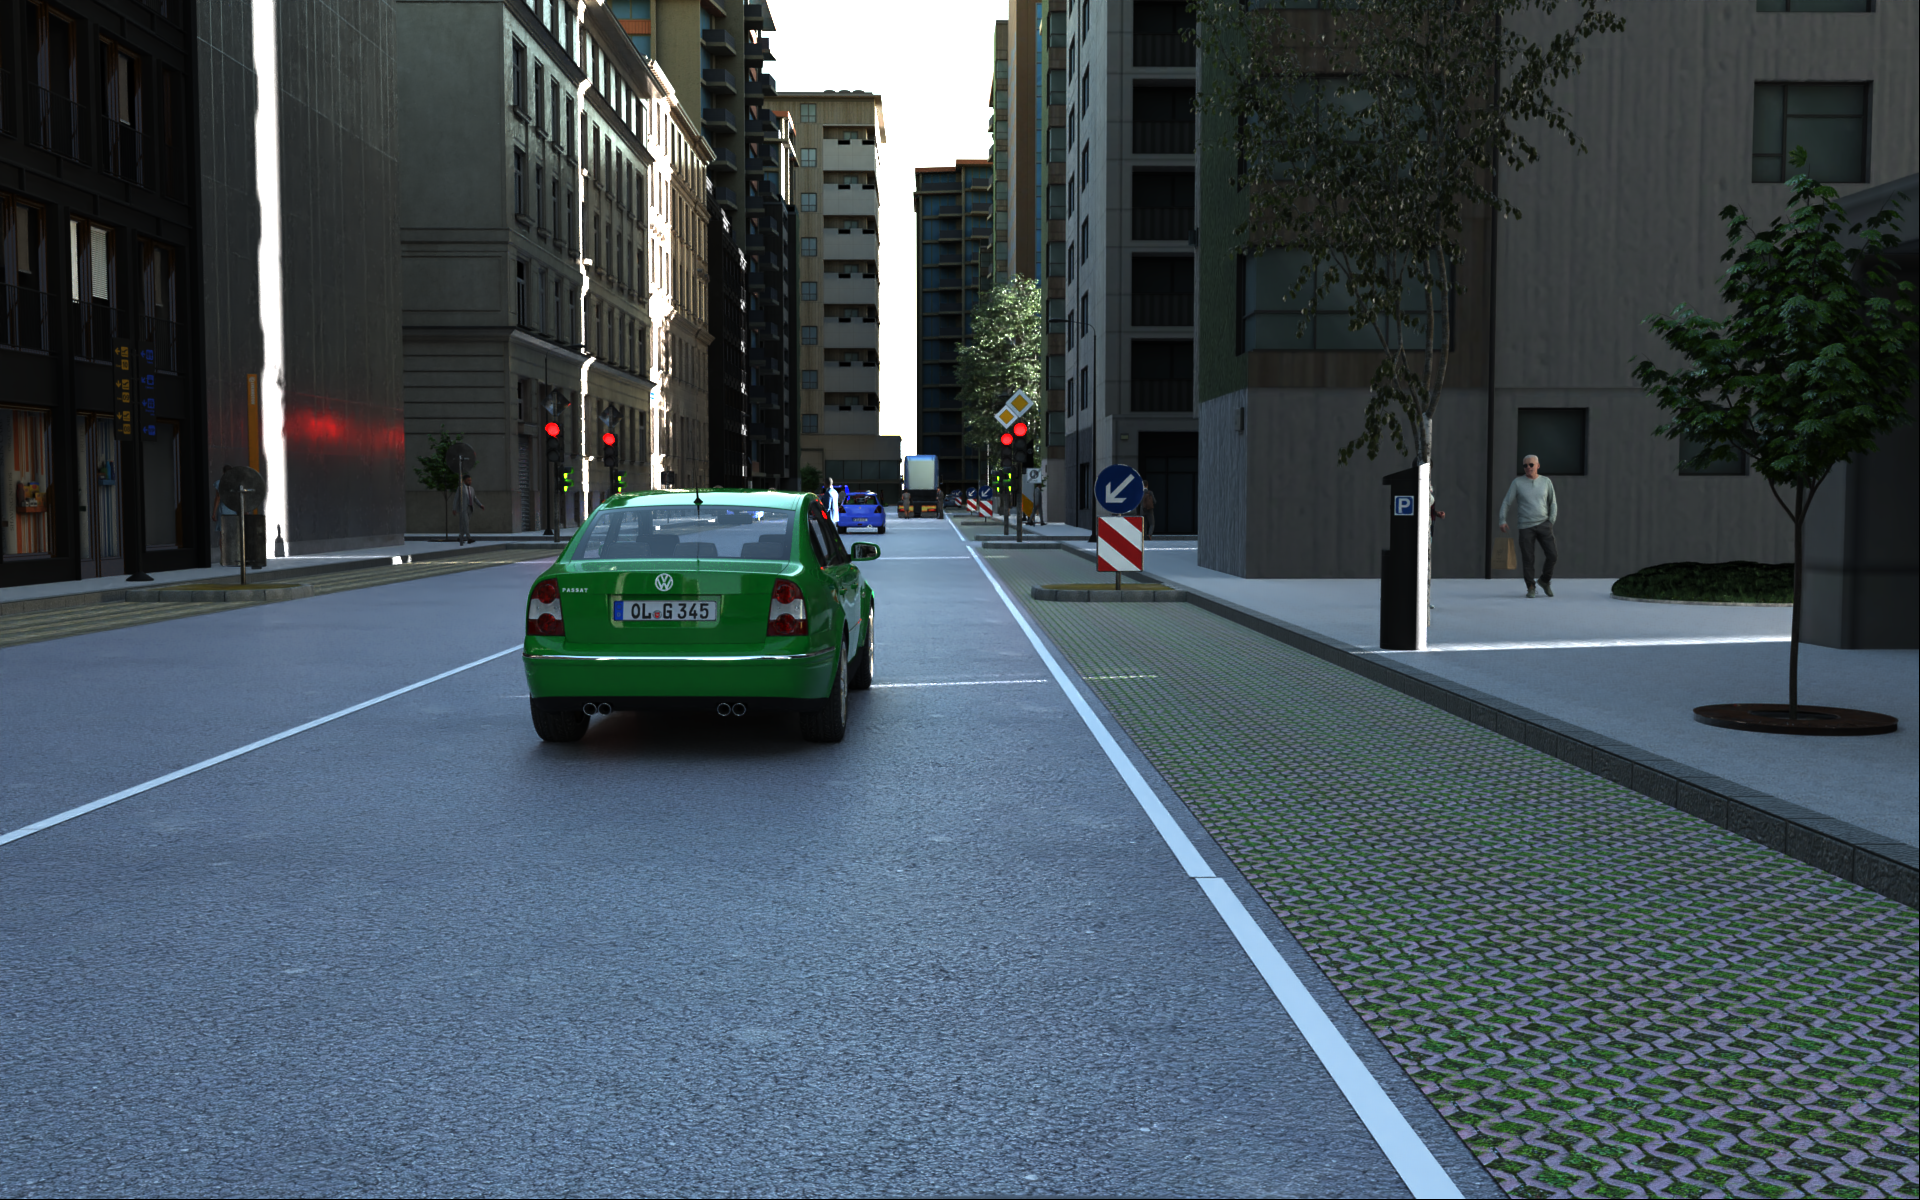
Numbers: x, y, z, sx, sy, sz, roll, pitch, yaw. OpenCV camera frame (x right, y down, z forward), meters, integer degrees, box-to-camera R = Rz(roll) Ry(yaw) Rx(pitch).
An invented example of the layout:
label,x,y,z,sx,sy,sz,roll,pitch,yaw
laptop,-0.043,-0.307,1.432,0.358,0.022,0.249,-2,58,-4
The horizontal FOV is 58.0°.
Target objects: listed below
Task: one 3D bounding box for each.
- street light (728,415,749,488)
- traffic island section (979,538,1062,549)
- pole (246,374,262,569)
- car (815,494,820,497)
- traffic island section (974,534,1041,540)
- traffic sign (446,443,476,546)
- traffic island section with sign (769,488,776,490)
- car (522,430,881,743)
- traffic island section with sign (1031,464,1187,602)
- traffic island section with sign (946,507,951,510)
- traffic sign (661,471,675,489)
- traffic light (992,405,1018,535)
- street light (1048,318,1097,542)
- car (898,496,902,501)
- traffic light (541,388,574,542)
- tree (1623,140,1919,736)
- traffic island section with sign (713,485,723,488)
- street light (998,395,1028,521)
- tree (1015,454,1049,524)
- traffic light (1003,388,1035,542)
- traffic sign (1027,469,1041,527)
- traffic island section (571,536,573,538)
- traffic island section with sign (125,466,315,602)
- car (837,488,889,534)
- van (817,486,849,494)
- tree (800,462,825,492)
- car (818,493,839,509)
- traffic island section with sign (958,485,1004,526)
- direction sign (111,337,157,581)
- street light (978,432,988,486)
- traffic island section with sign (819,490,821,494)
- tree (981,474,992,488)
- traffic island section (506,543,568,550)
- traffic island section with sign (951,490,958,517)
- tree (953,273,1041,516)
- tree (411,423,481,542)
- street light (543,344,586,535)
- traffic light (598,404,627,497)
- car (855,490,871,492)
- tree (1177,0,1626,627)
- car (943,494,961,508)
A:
label,x,y,z,sx,sy,sz,roll,pitch,yaw
street light,-13.033,-7.888,101.506,1.470,5.913,1.316,0,4,-1
traffic island section,1.607,-1.466,46.244,2.009,0.180,2.903,0,4,-1
pole,-12.044,-2.184,29.545,0.158,3.312,0.155,0,3,0
car,-8.679,-5.850,105.431,2.009,1.686,4.222,0,4,-1
traffic island section,1.470,-1.954,54.228,2.009,0.180,2.903,0,4,-1
traffic sign,-12.360,-2.616,42.871,0.768,2.556,0.104,0,4,5
traffic island section with sign,-11.425,-5.930,105.579,1.989,1.847,2.006,0,4,-1
car,-1.535,-0.157,11.367,1.959,1.807,4.718,0,4,1
traffic island section with sign,1.994,-0.924,23.739,1.989,1.847,2.006,0,4,-1
traffic island section with sign,-0.273,-9.018,156.068,1.989,1.847,2.006,0,4,-1
traffic sign,-12.940,-4.563,76.732,0.606,2.300,0.079,0,4,3
traffic light,1.430,-3.987,54.113,0.839,4.253,0.868,0,4,-1
street light,3.024,-4.486,45.895,1.470,5.913,1.316,0,4,-1
car,-5.424,-10.337,180.802,2.131,1.459,4.920,0,4,-1
traffic light,-10.692,-3.485,45.905,0.839,4.253,0.868,0,4,-1
tree,4.548,-0.922,9.669,1.663,3.219,1.824,0,3,0
traffic island section with sign,-10.964,-4.281,78.628,1.989,1.847,2.006,0,4,-1
street light,2.494,-6.658,81.402,1.470,5.913,1.316,0,4,-1
tree,3.260,-4.948,75.495,1.663,3.219,1.824,0,3,0
traffic light,1.567,-3.499,46.130,0.839,4.253,0.868,0,4,-1
traffic sign,2.925,-4.047,68.303,0.606,2.300,0.079,0,4,7
traffic island section,-10.869,-1.941,54.023,2.009,0.180,2.903,0,4,-1
traffic island section with sign,-10.028,-0.925,23.760,1.989,1.847,2.006,0,4,-1
car,-3.599,-3.299,63.530,1.945,1.707,3.694,0,4,-1
van,-9.015,-7.343,124.446,2.240,2.365,5.245,0,4,0
tree,-15.658,-11.958,179.221,4.285,4.588,4.351,0,3,0
car,-7.153,-5.312,95.890,2.155,1.783,4.494,0,4,1
traffic island section with sign,1.047,-4.319,79.243,1.989,1.847,2.006,0,4,-1
direction sign,-12.126,-2.049,25.505,0.379,3.537,0.876,1,4,13
street light,1.527,-9.567,128.959,1.470,5.913,1.316,0,4,-1
traffic island section with sign,-12.290,-9.000,155.772,1.989,1.847,2.006,0,4,-1
tree,2.521,-8.791,138.331,1.663,3.219,1.824,0,3,0
traffic island section,-10.733,-1.453,46.039,2.009,0.180,2.903,0,4,-1
traffic island section with sign,0.591,-5.969,106.219,1.989,1.847,2.006,0,4,-1
tree,3.965,-11.793,99.476,9.857,13.997,8.962,0,3,0
tree,-13.979,-3.202,46.961,1.663,3.219,1.824,0,3,0
street light,-12.274,-4.967,53.755,1.470,5.913,1.316,0,4,-1
traffic light,-10.829,-3.974,53.889,0.839,4.253,0.868,0,4,-1
car,-9.632,-9.974,171.750,2.281,1.827,5.304,0,4,1
tree,4.246,-4.051,16.591,4.360,8.622,3.978,0,3,0
car,-0.799,-9.828,172.687,2.014,1.417,4.499,0,4,-2
